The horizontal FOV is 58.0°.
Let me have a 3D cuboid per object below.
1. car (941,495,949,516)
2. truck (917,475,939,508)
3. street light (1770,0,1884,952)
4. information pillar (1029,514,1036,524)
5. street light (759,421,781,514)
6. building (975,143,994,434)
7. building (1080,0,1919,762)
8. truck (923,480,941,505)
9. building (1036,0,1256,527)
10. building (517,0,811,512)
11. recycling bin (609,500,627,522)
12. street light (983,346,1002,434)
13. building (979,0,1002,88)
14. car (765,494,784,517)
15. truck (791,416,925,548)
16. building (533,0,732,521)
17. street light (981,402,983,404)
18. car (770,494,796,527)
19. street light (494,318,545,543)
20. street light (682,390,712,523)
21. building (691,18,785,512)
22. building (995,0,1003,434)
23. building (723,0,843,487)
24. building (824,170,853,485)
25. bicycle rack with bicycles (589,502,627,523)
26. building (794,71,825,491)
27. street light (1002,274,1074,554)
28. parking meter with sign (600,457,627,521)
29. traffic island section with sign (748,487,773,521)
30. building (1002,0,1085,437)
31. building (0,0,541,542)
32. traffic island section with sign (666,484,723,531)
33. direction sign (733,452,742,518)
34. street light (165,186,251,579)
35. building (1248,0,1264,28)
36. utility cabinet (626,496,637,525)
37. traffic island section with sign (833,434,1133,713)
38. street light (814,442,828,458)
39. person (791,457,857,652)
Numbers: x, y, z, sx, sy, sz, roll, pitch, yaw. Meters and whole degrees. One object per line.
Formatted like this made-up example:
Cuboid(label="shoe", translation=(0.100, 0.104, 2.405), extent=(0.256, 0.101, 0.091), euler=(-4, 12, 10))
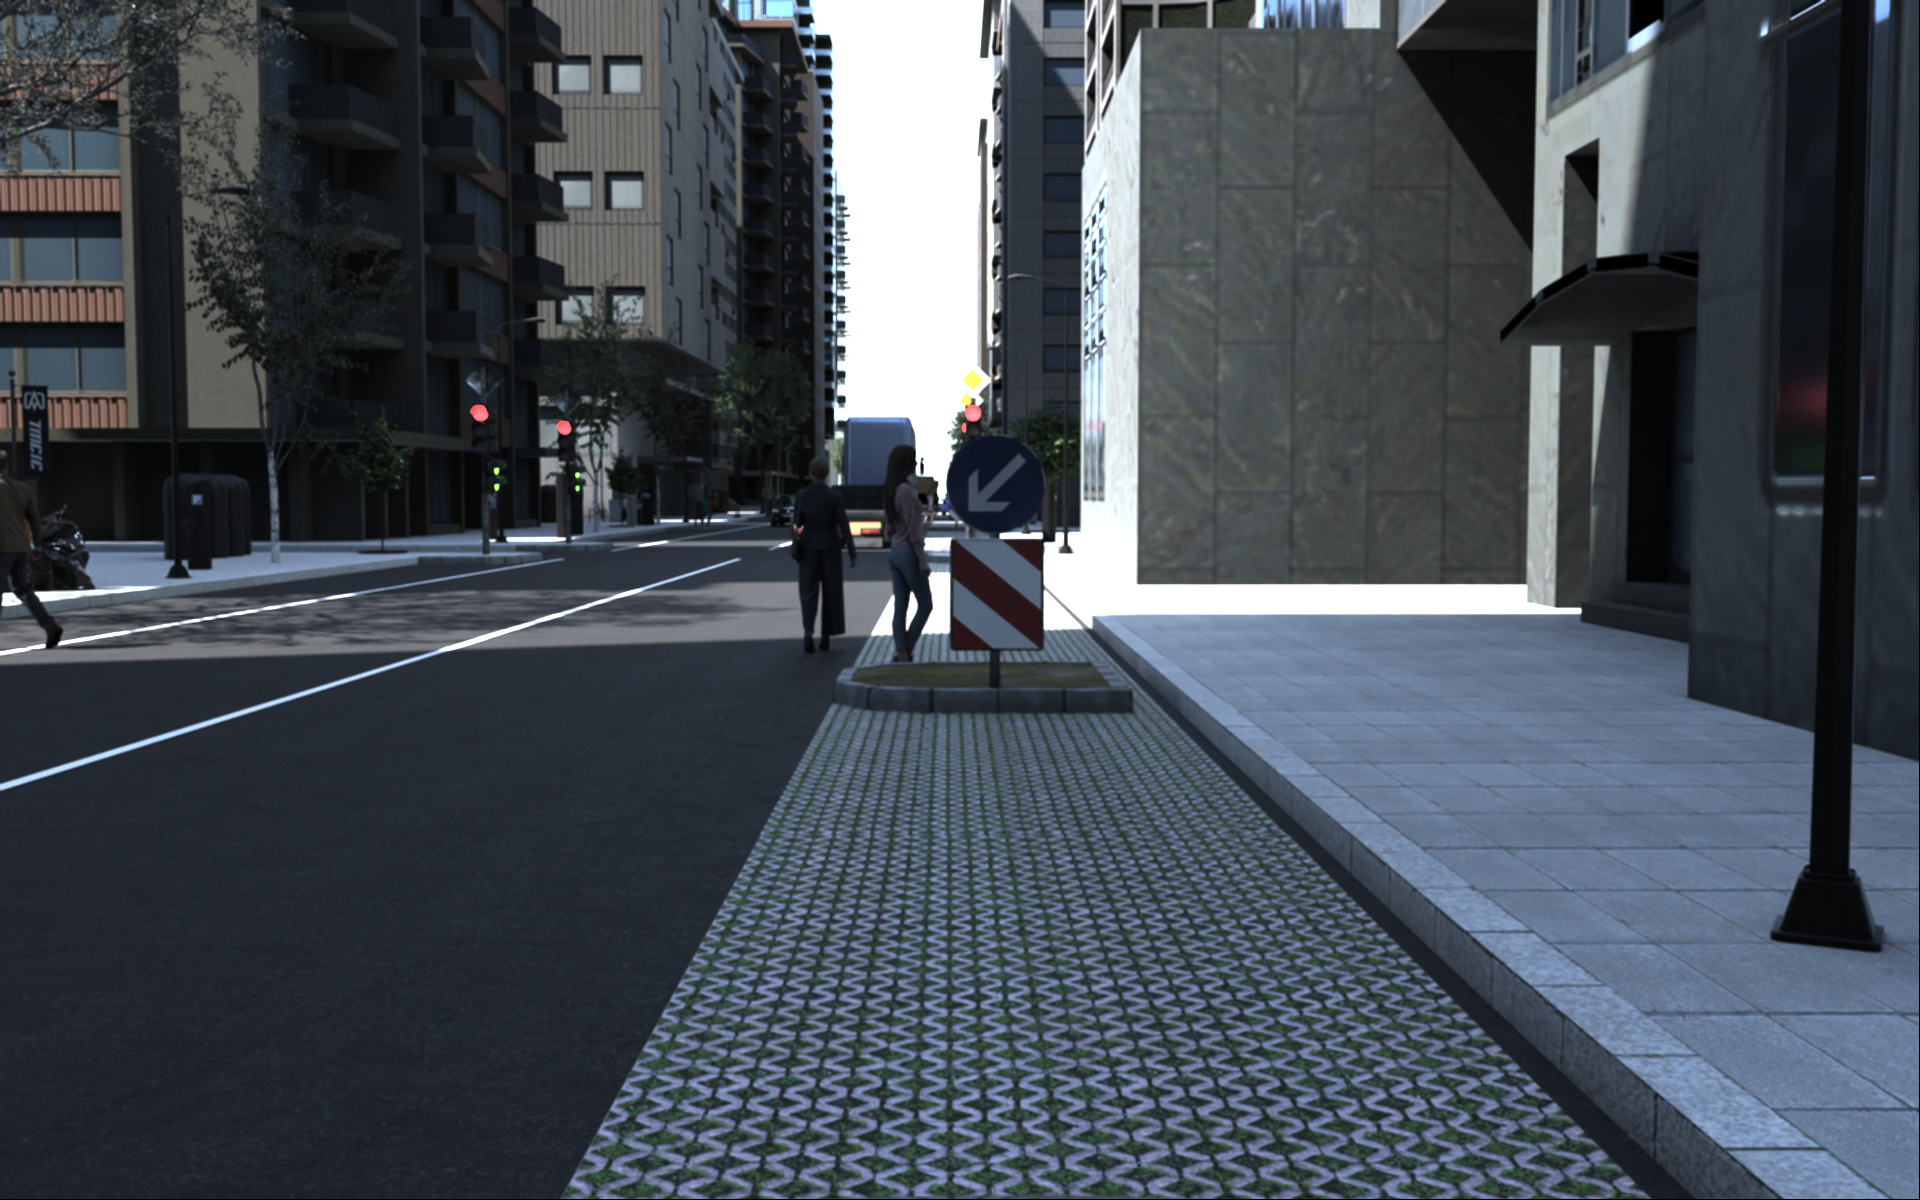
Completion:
Cuboid(label="car", translation=(-0.343, -6.486, 115.630), extent=(1.945, 1.707, 3.694), euler=(0, 4, 1))
Cuboid(label="truck", translation=(-3.911, -11.168, 178.520), extent=(3.469, 3.379, 9.791), euler=(0, 4, 0))
Cuboid(label="street light", translation=(1.977, -1.976, 4.850), extent=(1.470, 5.913, 1.316), euler=(0, 4, 0))
Cuboid(label="information pillar", translation=(3.089, -4.223, 73.534), extent=(0.304, 2.012, 0.304), euler=(0, 4, 5))
Cuboid(label="street light", translation=(-12.077, -8.412, 110.078), extent=(1.470, 5.913, 1.316), euler=(0, 4, 0))
Cuboid(label="building", translation=(9.355, -34.613, 216.027), extent=(14.600, 45.320, 14.200), euler=(0, 4, 0))
Cuboid(label="building", translation=(13.683, -43.066, 16.807), extent=(22.319, 86.520, 31.000), euler=(0, 4, 0))
Cuboid(label="truck", translation=(-4.293, -14.700, 236.270), extent=(3.469, 3.379, 9.791), euler=(0, 4, 0))
Cuboid(label="building", translation=(13.884, -38.613, 69.574), extent=(20.563, 71.187, 20.611), euler=(0, 4, 0))
Cuboid(label="building", translation=(-25.433, -30.835, 158.775), extent=(22.147, 44.769, 28.867), euler=(0, 4, 0))
Cuboid(label="recycling bin", translation=(-15.858, -4.149, 80.393), extent=(0.722, 1.027, 0.722), euler=(0, 4, 5))
Cuboid(label="street light", translation=(1.547, -5.012, 54.485), extent=(1.470, 5.913, 1.316), euler=(0, 4, 0))
Cuboid(label="building", translation=(16.561, -36.174, 180.678), extent=(28.713, 52.752, 27.495), euler=(0, 4, 0))
Cuboid(label="car", translation=(-10.272, -5.416, 100.553), extent=(2.014, 1.417, 4.499), euler=(0, 4, -1))
Cuboid(label="truck", translation=(-2.947, -3.929, 53.998), extent=(2.967, 4.110, 18.799), euler=(0, 4, 1))
Cuboid(label="building", translation=(-27.662, -30.891, 94.306), extent=(28.713, 52.752, 27.495), euler=(0, 4, 0))
Cuboid(label="street light", translation=(1.384, -7.009, 87.131), extent=(1.470, 5.913, 1.316), euler=(0, 4, 0))
Cuboid(label="car", translation=(-7.453, -4.152, 77.669), extent=(2.009, 1.686, 4.222), euler=(0, 4, 2))
Cuboid(label="street light", translation=(-11.611, -4.476, 45.728), extent=(1.470, 5.913, 1.316), euler=(0, 4, 0))
Cuboid(label="street light", translation=(-11.777, -6.429, 77.658), extent=(1.470, 5.913, 1.316), euler=(0, 4, 0))
Cuboid(label="building", translation=(-30.063, -26.924, 132.091), extent=(32.217, 40.220, 23.993), euler=(0, 4, 0))
Cuboid(label="building", translation=(14.317, -30.468, 152.777), extent=(22.147, 44.769, 28.867), euler=(0, 4, 0))
Cuboid(label="building", translation=(-25.737, -55.401, 218.478), extent=(22.319, 86.520, 31.000), euler=(0, 4, 0))
Cuboid(label="building", translation=(-27.083, -38.584, 250.464), extent=(23.786, 49.044, 30.456), euler=(0, 4, 0))
Cuboid(label="bicycle rack with bicycles", translation=(-15.532, -3.970, 78.285), extent=(2.852, 0.926, 2.925), euler=(0, 4, 0))
Cuboid(label="building", translation=(-21.566, -32.447, 180.623), extent=(14.600, 45.320, 14.200), euler=(0, 4, 0))
Cuboid(label="street light", translation=(1.716, -3.929, 36.780), extent=(1.470, 5.913, 1.316), euler=(0, 4, 0))
Cuboid(label="parking meter with sign", translation=(-15.984, -5.204, 81.352), extent=(1.738, 3.016, 0.543), euler=(0, 4, -7))
Cuboid(label="traffic island section with sign", translation=(-10.479, -5.244, 94.365), extent=(1.989, 1.847, 2.006), euler=(0, 4, 0))
Cuboid(label="building", translation=(13.065, -34.432, 104.959), extent=(21.231, 58.520, 28.212), euler=(0, 4, 0))
Cuboid(label="building", translation=(-26.048, -24.699, 58.447), extent=(22.147, 44.769, 28.867), euler=(0, 4, 0))
Cuboid(label="traffic island section with sign", translation=(-10.302, -3.595, 67.411), extent=(1.989, 1.847, 2.006), euler=(0, 4, 0))
Cuboid(label="direction sign", translation=(-12.326, -6.379, 96.295), extent=(0.379, 3.537, 0.876), euler=(1, 4, 19))
Cuboid(label="street light", translation=(-11.397, -3.286, 26.272), extent=(1.470, 5.913, 1.316), euler=(0, 4, 0))
Cuboid(label="building", translation=(16.943, -24.588, 52.121), extent=(14.200, 45.320, 14.600), euler=(0, 4, 0))
Cuboid(label="utility cabinet", translation=(-13.592, -3.782, 73.004), extent=(0.306, 1.237, 1.020), euler=(2, 4, 33))
Cuboid(label="traffic island section with sign", translation=(0.125, -0.218, 12.190), extent=(1.989, 1.847, 2.006), euler=(0, 4, 0))
Cuboid(label="street light", translation=(-12.371, -11.083, 153.742), extent=(1.470, 5.913, 1.316), euler=(0, 4, 0))
Cuboid(label="person", translation=(-1.254, -0.422, 15.822), extent=(0.576, 1.772, 0.534), euler=(-1, 4, -15))
